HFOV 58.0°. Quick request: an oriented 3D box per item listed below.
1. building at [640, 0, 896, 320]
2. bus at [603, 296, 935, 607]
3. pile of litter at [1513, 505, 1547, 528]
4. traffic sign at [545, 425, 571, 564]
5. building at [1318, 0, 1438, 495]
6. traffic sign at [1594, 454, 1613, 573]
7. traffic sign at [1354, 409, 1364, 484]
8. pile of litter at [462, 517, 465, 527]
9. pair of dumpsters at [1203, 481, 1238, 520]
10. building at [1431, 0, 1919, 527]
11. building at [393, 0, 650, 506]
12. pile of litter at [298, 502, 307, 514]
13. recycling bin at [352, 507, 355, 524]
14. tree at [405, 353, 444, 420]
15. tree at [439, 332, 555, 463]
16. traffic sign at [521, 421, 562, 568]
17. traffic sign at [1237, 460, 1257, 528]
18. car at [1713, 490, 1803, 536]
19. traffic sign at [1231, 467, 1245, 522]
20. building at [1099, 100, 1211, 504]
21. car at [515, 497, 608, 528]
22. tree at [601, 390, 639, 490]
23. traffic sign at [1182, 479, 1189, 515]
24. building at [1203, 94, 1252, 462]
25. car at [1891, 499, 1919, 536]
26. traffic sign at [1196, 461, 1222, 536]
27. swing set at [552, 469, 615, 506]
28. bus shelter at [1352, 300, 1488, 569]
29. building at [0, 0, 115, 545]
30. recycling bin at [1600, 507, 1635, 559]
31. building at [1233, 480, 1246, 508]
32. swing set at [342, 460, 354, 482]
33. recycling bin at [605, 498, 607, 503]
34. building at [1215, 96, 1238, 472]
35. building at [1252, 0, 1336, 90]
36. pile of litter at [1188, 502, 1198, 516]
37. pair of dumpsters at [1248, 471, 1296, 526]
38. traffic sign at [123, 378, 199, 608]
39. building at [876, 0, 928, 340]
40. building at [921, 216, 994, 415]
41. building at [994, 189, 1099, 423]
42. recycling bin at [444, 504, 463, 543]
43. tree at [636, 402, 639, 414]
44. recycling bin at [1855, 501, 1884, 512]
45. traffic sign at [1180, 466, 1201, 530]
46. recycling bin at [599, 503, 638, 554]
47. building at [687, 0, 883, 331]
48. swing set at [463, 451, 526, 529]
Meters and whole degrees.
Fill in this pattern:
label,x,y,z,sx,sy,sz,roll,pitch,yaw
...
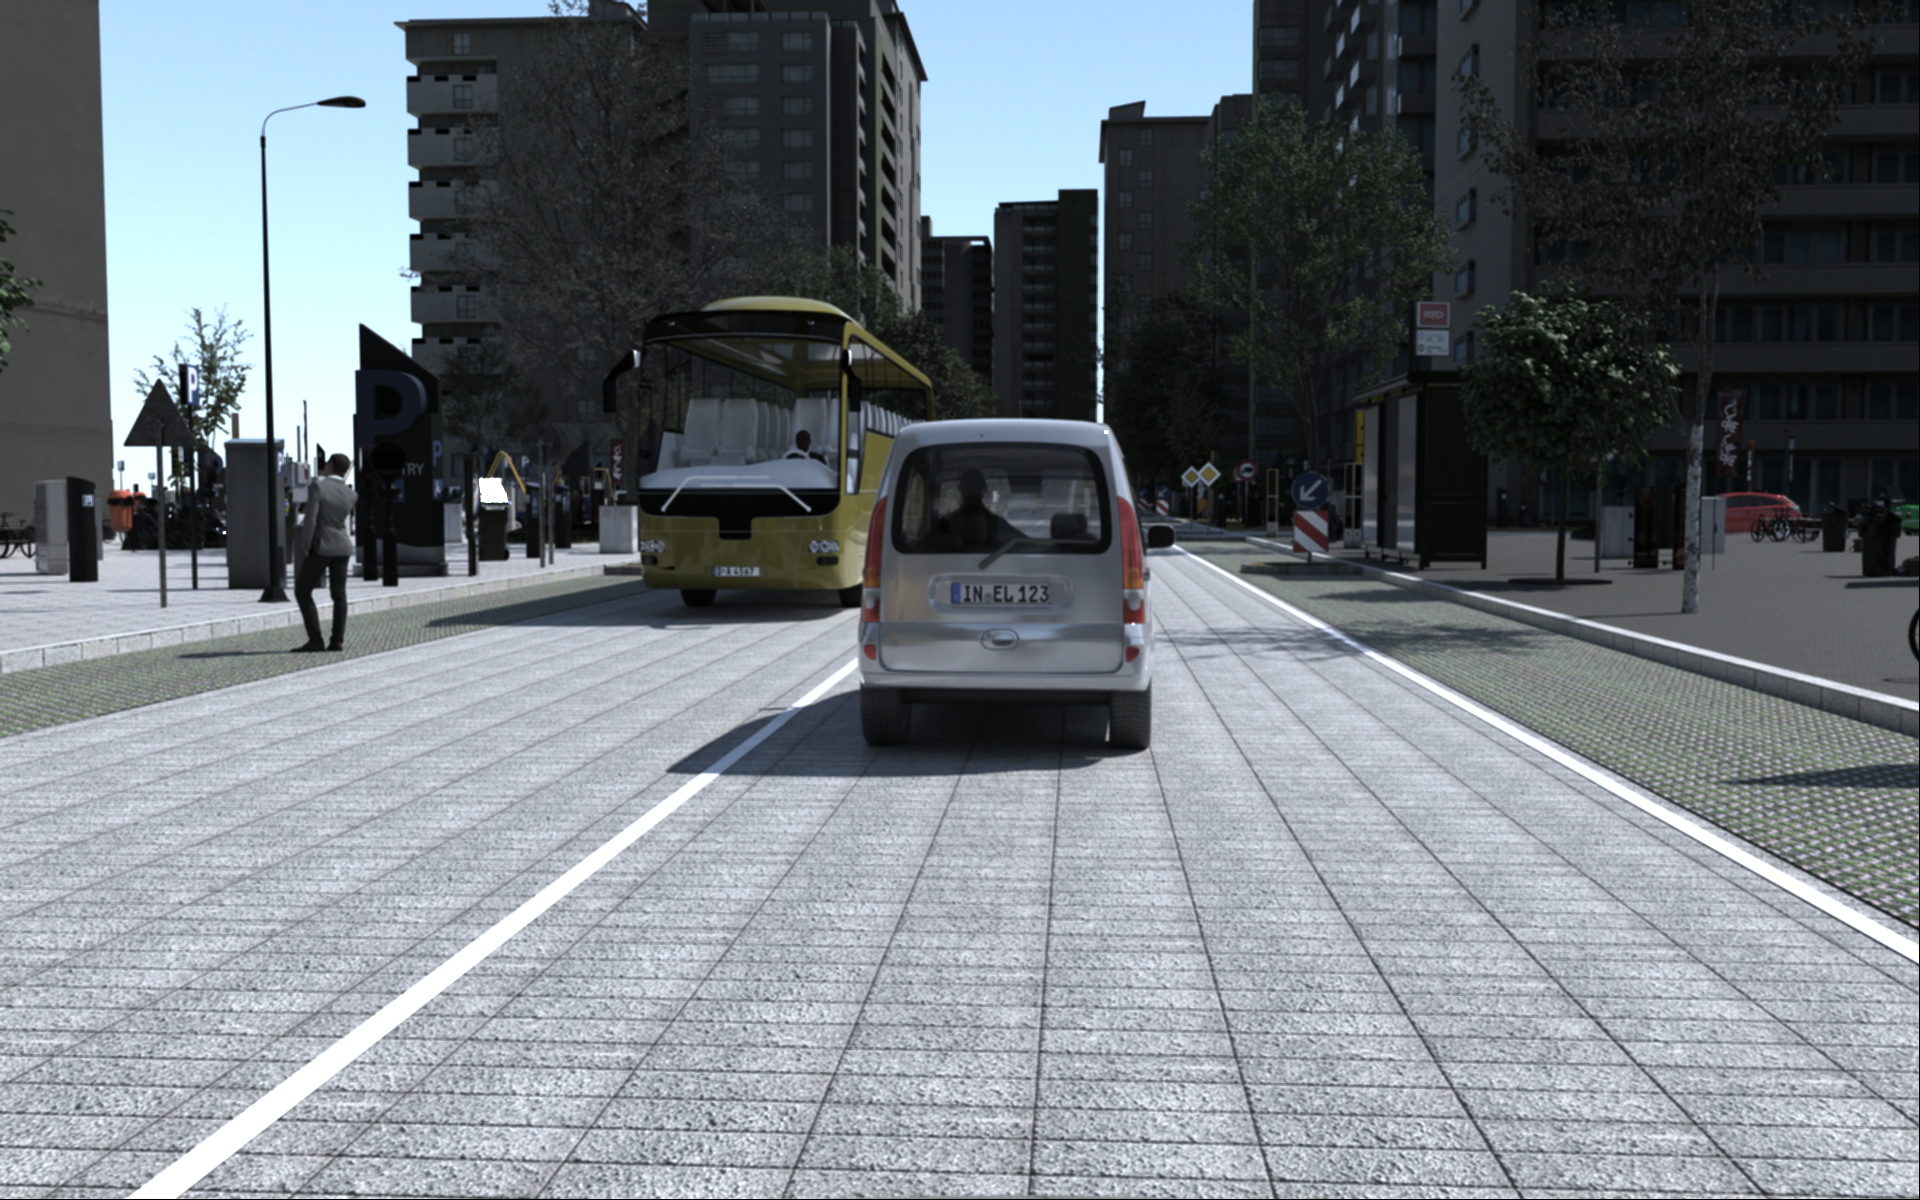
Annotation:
label,x,y,z,sx,sy,sz,roll,pitch,yaw
building,-17.663,-32.944,162.337,21.300,48.544,21.600,0,4,4
bus,-2.123,-2.065,25.305,2.896,3.916,12.252,0,4,4
pile of litter,22.008,-3.238,66.900,1.176,0.858,1.719,0,4,3
traffic sign,-7.476,-1.926,31.598,0.768,2.556,0.104,0,4,4
building,37.134,-30.509,118.436,23.786,49.044,30.456,0,4,4
traffic sign,10.427,-1.722,28.267,0.768,2.556,0.104,0,4,7
traffic sign,10.569,-2.907,41.409,2.265,3.308,0.079,0,4,8
pile of litter,-19.843,-3.237,66.883,1.176,0.858,1.719,3,5,40
pair of dumpsters,13.246,-5.202,87.545,1.574,2.255,4.437,0,4,4
building,32.621,-27.685,76.348,21.600,48.544,21.300,0,4,4
building,-45.850,-36.951,193.391,27.495,52.752,28.713,0,4,4
pile of litter,-42.125,-5.925,110.841,1.719,0.858,1.176,2,4,25
recycling bin,-26.204,-3.795,74.602,0.722,1.027,0.722,2,4,28
tree,-28.439,-8.498,89.305,4.360,8.622,3.978,0,3,0
tree,-26.919,-10.071,99.065,8.767,10.594,7.601,1,4,9
traffic sign,-7.287,-1.838,30.157,0.768,2.556,0.104,1,4,12
traffic sign,10.737,-3.959,64.837,0.768,2.556,0.104,0,4,4
car,25.105,-2.914,56.680,4.494,1.783,2.155,0,4,6
traffic sign,12.838,-4.870,79.727,0.768,2.556,0.104,0,4,7
building,33.048,-39.798,239.938,27.495,52.752,28.713,0,4,4
car,-13.623,-2.812,58.549,3.894,1.354,1.945,0,4,3
tree,-21.390,-10.091,115.355,4.737,8.622,4.395,0,3,0
traffic sign,12.702,-5.785,96.717,0.606,2.300,0.079,1,4,14
building,34.899,-33.311,194.744,14.600,45.320,14.200,0,4,4
car,32.489,-2.868,55.688,4.718,1.807,1.959,0,4,5
traffic sign,7.608,-3.023,53.074,0.795,2.450,0.064,0,4,4
swing set,-22.866,-6.649,106.333,3.119,2.851,2.862,-2,4,-35
bus shelter,8.944,-3.425,33.634,2.179,5.291,8.768,0,4,4
building,-34.994,-25.302,37.387,21.600,48.544,21.300,0,4,4
recycling bin,13.188,-1.353,34.678,0.722,1.027,0.722,1,4,9
building,42.168,-28.705,161.204,32.217,40.220,23.993,0,4,4
swing set,-26.910,-4.870,77.248,2.862,2.851,3.119,-1,4,-22
recycling bin,-23.106,-6.020,110.975,0.722,1.027,0.722,2,4,31
building,33.643,-30.410,180.805,14.154,41.232,14.086,0,4,4
building,30.869,-28.083,142.745,14.154,41.232,14.086,0,4,4
pile of litter,13.422,-5.231,99.488,1.719,0.858,1.176,-2,4,-35
pair of dumpsters,12.850,-4.217,71.443,1.574,2.255,4.437,0,4,4
traffic sign,-8.992,-1.191,19.484,0.884,2.594,0.081,0,4,6
building,-18.427,-36.830,191.409,27.495,52.752,28.713,0,4,4
building,-6.935,-33.810,244.670,23.993,40.220,32.217,0,4,4
building,11.641,-33.706,234.682,14.086,41.232,14.154,0,4,4
recycling bin,-13.572,-2.025,45.662,0.722,1.027,0.722,-2,4,-33
tree,-15.673,-8.799,94.220,4.360,8.622,3.978,0,3,0
recycling bin,33.062,-3.085,62.987,0.722,1.027,0.722,-2,4,-33
traffic sign,8.156,-3.511,61.040,0.795,2.450,0.064,0,4,4
recycling bin,-7.372,-1.520,37.403,0.722,1.027,0.722,0,4,-1
building,-14.168,-28.188,144.470,14.154,41.232,14.086,0,4,4
swing set,-16.970,-4.084,64.387,2.862,2.851,3.119,-1,4,-13
